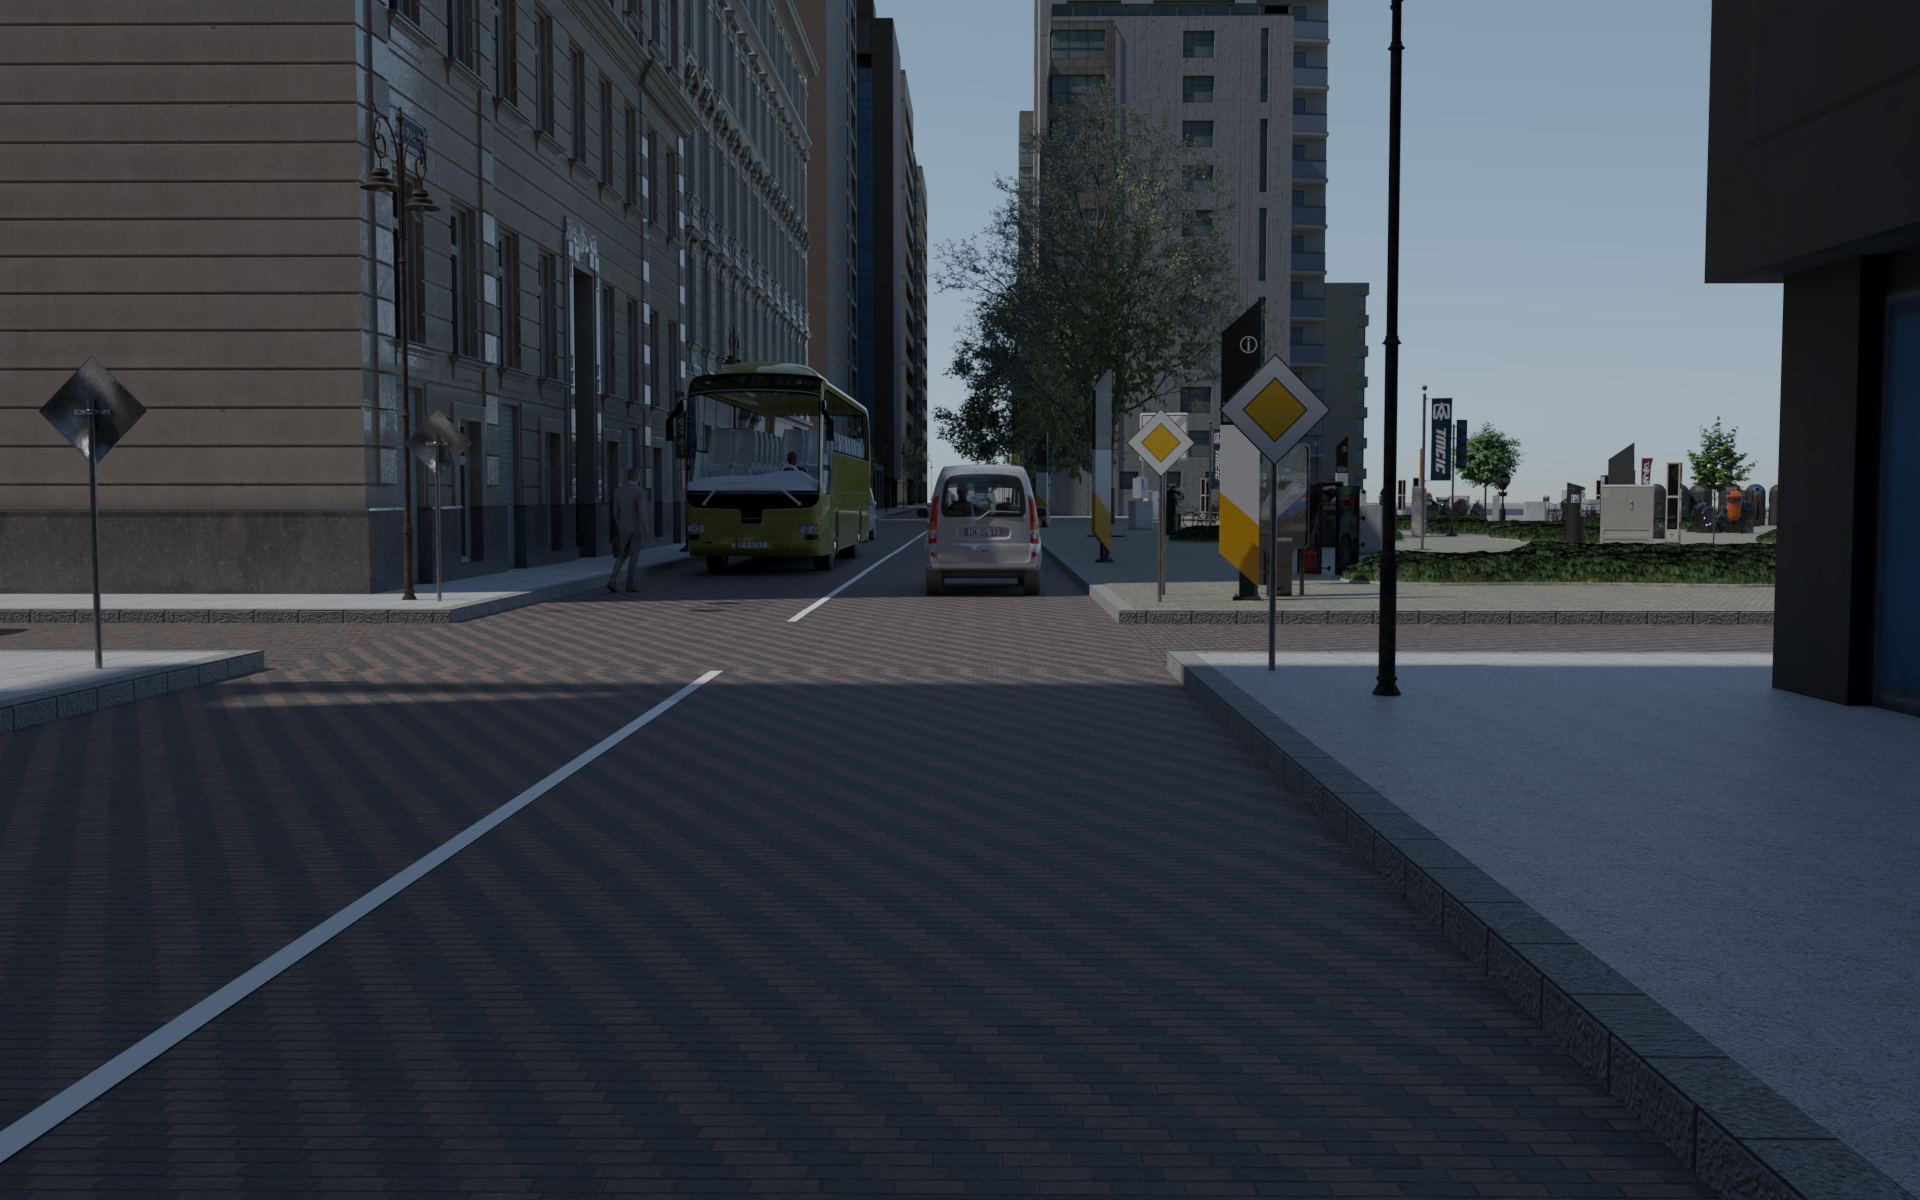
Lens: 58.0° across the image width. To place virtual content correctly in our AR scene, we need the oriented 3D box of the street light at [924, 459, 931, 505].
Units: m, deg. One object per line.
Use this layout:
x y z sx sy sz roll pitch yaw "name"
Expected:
-4.097 -14.390 208.064 0.468 5.910 1.993 0 4 1 "street light"

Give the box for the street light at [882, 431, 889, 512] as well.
-5.298 -9.269 124.336 0.468 5.910 1.993 0 4 1 "street light"

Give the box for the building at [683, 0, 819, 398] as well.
-15.824 -17.835 68.014 17.030 29.872 44.131 0 4 1 "building"

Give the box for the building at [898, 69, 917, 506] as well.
-16.153 -34.670 190.553 21.300 48.544 21.600 0 4 1 "building"

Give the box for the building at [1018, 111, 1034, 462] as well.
13.279 -30.847 187.947 14.154 41.232 14.086 0 4 1 "building"

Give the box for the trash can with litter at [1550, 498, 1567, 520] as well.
28.694 -4.358 82.633 1.055 1.170 0.624 3 5 43 "trash can with litter"

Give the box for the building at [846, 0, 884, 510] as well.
-16.895 -43.121 143.282 20.563 71.187 20.611 0 4 1 "building"

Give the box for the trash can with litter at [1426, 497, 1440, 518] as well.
19.139 -3.538 69.241 1.055 1.170 0.624 1 4 16 "trash can with litter"

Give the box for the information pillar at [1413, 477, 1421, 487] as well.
20.148 -4.401 76.449 0.304 2.012 0.304 2 4 25 "information pillar"

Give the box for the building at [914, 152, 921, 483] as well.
-16.214 -34.381 216.752 22.147 44.769 28.867 0 4 1 "building"

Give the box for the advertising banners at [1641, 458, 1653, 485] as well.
32.439 -5.365 83.913 2.074 3.025 0.090 1 4 19 "advertising banners"

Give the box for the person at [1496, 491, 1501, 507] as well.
54.118 -10.081 174.037 1.217 1.735 0.721 3 5 40 "person"

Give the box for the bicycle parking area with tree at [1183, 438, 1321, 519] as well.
15.710 -6.178 88.007 8.231 4.147 9.016 0 4 2 "bicycle parking area with tree"

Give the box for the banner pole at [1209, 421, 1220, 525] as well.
8.646 -4.208 58.824 0.401 3.779 0.863 -2 4 -31 "banner pole"

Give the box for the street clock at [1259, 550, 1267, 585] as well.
4.322 -1.213 24.407 0.358 2.002 0.471 -1 4 -18 "street clock"

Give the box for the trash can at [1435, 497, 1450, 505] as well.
23.467 -4.438 84.208 0.748 1.137 0.748 0 3 0 "trash can"

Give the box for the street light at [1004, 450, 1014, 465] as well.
4.834 -12.173 171.816 0.468 5.910 1.993 0 4 1 "street light"

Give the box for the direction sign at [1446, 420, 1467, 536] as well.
14.984 -3.709 52.640 0.876 3.537 0.379 -1 4 -12 "direction sign"

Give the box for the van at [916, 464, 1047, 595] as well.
0.330 -1.163 26.023 2.013 2.044 4.112 0 3 0 "van"

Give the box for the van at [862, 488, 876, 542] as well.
-3.521 -2.814 53.028 2.013 2.044 4.112 0 4 2 "van"

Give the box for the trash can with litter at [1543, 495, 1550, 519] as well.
30.036 -4.731 88.416 1.678 1.210 2.233 -1 4 -13 "trash can with litter"

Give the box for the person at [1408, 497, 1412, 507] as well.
45.631 -9.952 174.441 0.991 1.433 0.599 0 4 -4 "person"

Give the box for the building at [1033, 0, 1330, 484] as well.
15.867 -35.746 126.452 21.231 58.520 28.212 0 4 1 "building"

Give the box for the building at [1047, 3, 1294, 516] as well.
12.266 -20.461 106.233 14.160 30.474 14.107 0 4 1 "building"

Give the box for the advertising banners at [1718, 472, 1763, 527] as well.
30.774 -4.400 68.123 2.074 3.025 0.090 -1 4 -20 "advertising banners"

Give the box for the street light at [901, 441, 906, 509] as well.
-4.927 -10.940 151.652 0.468 5.910 1.993 0 4 1 "street light"

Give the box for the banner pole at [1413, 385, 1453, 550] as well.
10.871 -3.042 39.750 0.863 3.779 0.401 2 4 26 "banner pole"

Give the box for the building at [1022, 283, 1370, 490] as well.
19.765 -19.038 156.317 27.650 21.520 28.899 0 4 1 "building"

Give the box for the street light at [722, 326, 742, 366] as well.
-6.213 -4.587 47.784 0.468 5.910 1.993 0 4 1 "street light"

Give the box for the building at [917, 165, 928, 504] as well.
-15.554 -37.859 242.695 21.300 48.544 21.600 0 4 1 "building"

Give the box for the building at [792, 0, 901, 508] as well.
-12.726 -31.276 161.469 14.600 45.320 14.200 0 4 1 "building"

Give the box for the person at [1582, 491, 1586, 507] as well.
63.517 -10.235 176.505 0.621 1.740 0.551 0 4 -2 "person"

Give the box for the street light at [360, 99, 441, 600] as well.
-6.679 -2.938 20.830 0.468 5.910 1.993 0 4 1 "street light"

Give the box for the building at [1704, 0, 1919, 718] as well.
11.838 -21.603 3.316 14.600 45.320 14.200 0 4 1 "building"

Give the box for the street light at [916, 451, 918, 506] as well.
-4.508 -12.716 180.695 0.468 5.910 1.993 0 4 1 "street light"

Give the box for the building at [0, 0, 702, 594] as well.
-13.025 -14.449 33.498 12.463 27.353 25.104 0 4 1 "building"

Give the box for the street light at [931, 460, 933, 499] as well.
-3.861 -16.069 235.520 0.468 5.910 1.993 0 4 1 "street light"

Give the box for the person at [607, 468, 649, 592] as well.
-4.820 -1.023 25.348 0.709 1.813 0.853 1 4 22 "person"

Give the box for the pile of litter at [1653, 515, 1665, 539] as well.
19.992 -2.220 50.256 1.176 0.858 1.719 -2 4 -31 "pile of litter"

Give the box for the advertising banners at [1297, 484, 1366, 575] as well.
5.653 -1.935 27.825 0.090 3.025 2.074 -3 4 -39 "advertising banners"

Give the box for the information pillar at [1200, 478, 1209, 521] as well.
11.478 -4.687 81.124 0.304 2.012 0.304 -3 5 -42 "information pillar"

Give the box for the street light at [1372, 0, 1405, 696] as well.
2.728 -2.331 10.899 0.468 5.910 1.993 0 4 1 "street light"

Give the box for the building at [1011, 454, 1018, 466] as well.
20.264 -22.316 209.912 27.650 21.520 28.899 0 4 1 "building"

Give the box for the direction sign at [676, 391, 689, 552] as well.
-6.076 -2.843 38.476 0.379 3.537 0.876 1 4 19 "direction sign"

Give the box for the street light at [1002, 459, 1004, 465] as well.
5.149 -13.918 200.349 0.468 5.910 1.993 0 4 1 "street light"

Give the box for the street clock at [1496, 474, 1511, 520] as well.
19.357 -3.498 61.764 0.471 2.002 0.358 -1 4 -11 "street clock"

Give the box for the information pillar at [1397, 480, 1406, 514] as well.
22.763 -5.185 89.263 0.304 2.012 0.304 -3 5 -43 "information pillar"
